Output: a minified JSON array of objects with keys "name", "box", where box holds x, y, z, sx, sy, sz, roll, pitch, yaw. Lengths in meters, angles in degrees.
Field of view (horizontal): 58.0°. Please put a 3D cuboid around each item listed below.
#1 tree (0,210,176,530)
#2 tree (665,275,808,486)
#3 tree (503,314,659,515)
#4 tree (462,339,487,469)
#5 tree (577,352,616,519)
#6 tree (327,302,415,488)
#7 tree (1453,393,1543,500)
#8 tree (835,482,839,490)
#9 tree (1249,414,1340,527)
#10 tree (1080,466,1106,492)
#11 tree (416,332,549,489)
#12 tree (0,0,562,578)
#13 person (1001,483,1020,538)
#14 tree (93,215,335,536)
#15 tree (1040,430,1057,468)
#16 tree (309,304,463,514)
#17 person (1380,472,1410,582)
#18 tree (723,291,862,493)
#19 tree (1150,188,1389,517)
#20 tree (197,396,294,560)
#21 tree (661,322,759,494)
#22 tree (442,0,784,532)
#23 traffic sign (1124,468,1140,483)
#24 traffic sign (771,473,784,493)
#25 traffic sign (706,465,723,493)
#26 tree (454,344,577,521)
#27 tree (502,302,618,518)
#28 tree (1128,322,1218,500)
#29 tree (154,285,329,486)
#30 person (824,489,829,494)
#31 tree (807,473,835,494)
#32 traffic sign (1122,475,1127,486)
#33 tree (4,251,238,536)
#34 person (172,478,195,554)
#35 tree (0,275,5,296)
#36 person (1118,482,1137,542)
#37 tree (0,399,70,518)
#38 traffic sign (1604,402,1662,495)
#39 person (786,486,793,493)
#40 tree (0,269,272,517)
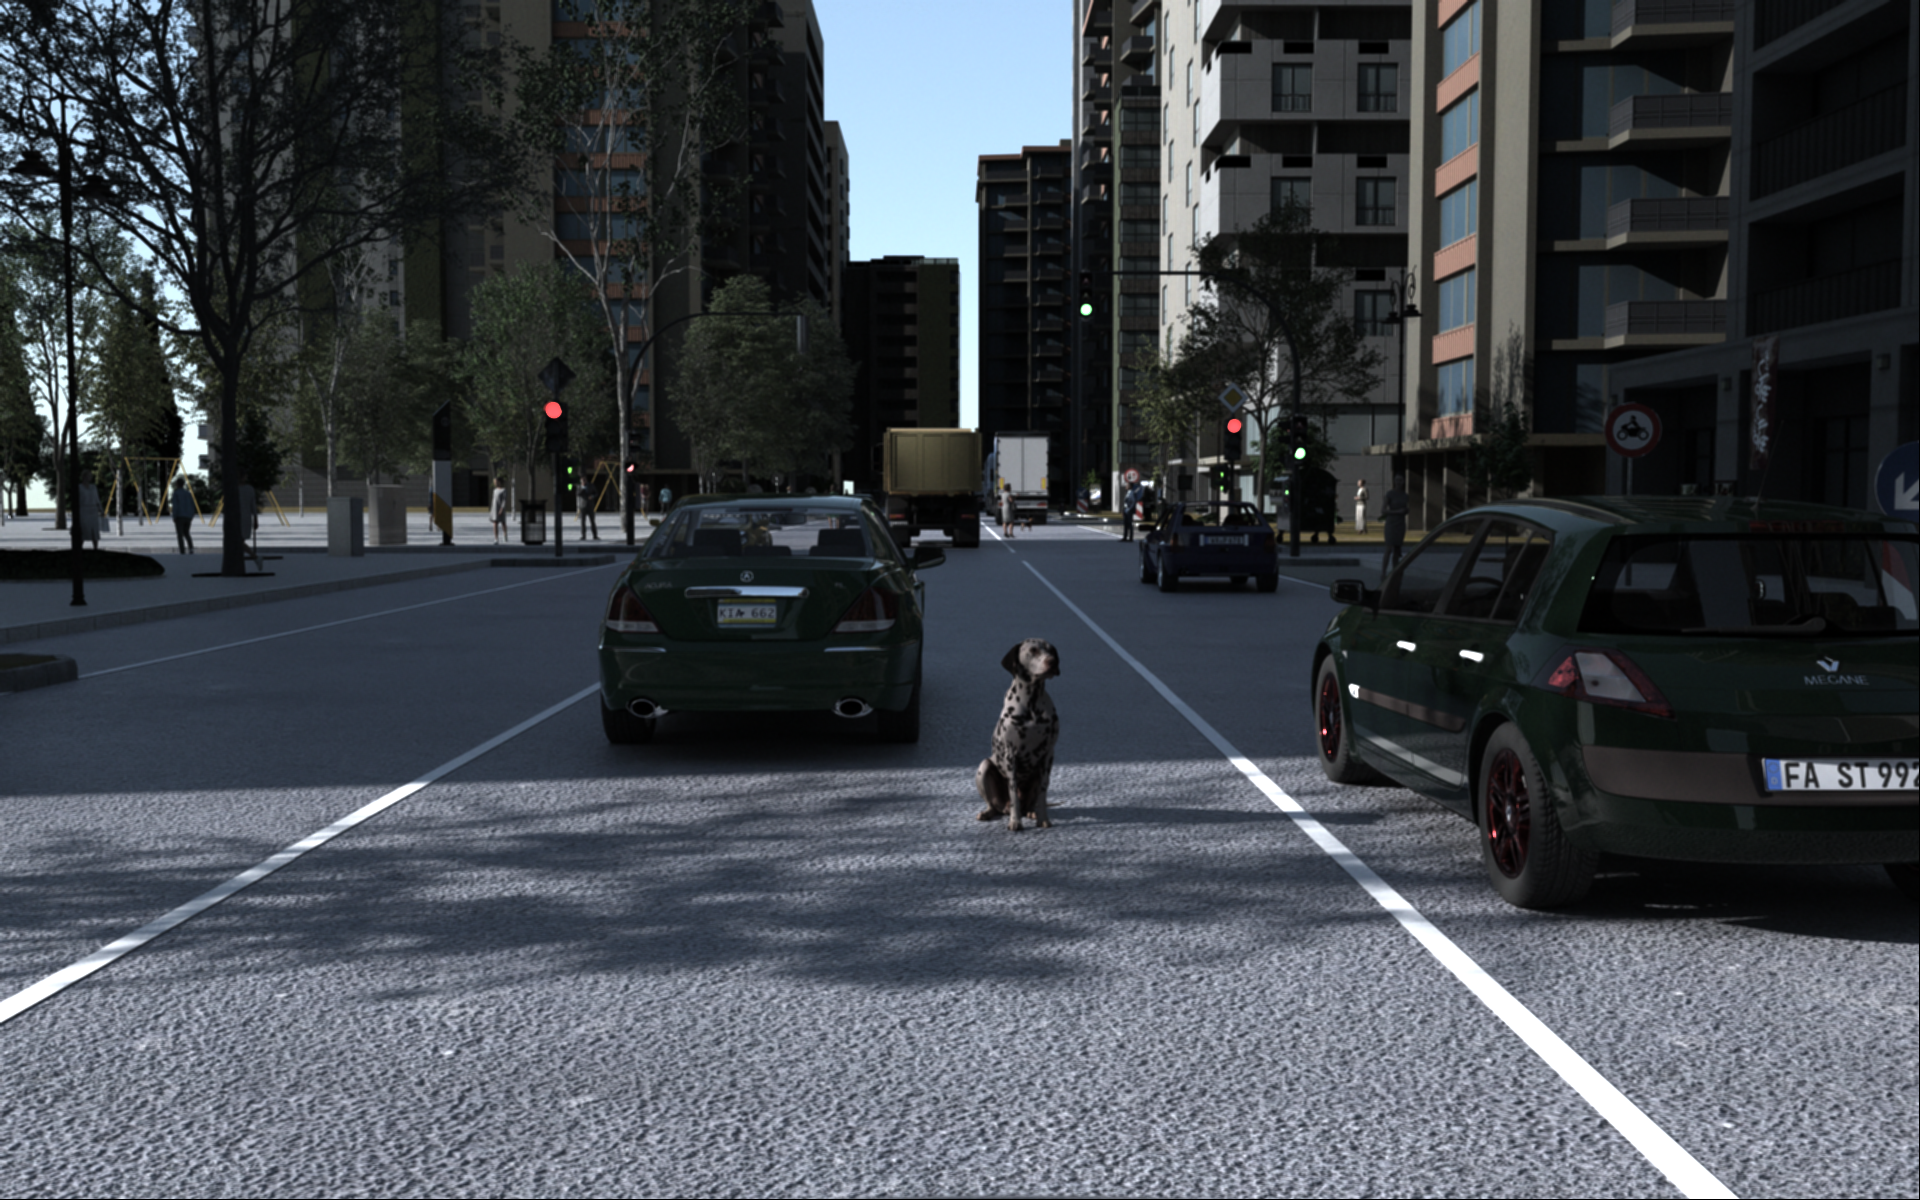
[{"name":"tree","box":[-32.209,-8.323,61.834,9.928,11.665,9.643,0,3,0]},{"name":"tree","box":[-11.553,-10.519,90.120,7.486,12.596,7.792,0,3,0]},{"name":"tree","box":[-23.736,-11.712,108.502,9.611,12.733,9.660,0,3,0]},{"name":"tree","box":[-34.350,-11.901,112.712,7.486,12.596,7.792,0,3,0]},{"name":"tree","box":[-19.852,-8.470,88.844,4.737,8.622,4.395,0,3,0]},{"name":"tree","box":[-22.564,-7.067,65.910,4.360,8.622,3.978,0,3,0]},{"name":"tree","box":[10.491,-2.342,32.894,1.663,3.219,1.824,0,3,0]},{"name":"tree","box":[-11.681,-9.922,156.830,1.663,3.219,1.824,0,3,0]},{"name":"tree","box":[12.866,-5.064,66.511,4.285,4.588,4.351,0,3,0]},{"name":"tree","box":[9.231,-7.756,121.409,1.663,3.219,1.824,0,3,0]},{"name":"tree","box":[-25.697,-9.886,96.050,8.767,10.594,7.601,-1,4,-18]},{"name":"tree","box":[-11.415,-7.117,26.740,12.009,13.543,11.850,0,3,0]},{"name":"person","box":[1.692,-2.929,56.751,0.532,1.782,0.716,-2,4,-33]},{"name":"tree","box":[-18.948,-5.810,45.350,4.737,8.622,4.395,0,3,0]},{"name":"tree","box":[9.128,-14.961,194.980,4.360,8.622,3.978,0,3,0]},{"name":"tree","box":[-34.863,-11.316,103.150,7.486,12.596,7.792,0,3,0]},{"name":"person","box":[6.893,-1.134,27.376,0.599,1.781,0.374,-2,4,-24]},{"name":"tree","box":[-10.795,-12.482,110.735,9.857,13.997,8.962,0,3,0]},{"name":"tree","box":[9.420,-7.215,52.371,7.601,10.594,8.767,-1,4,-12]},{"name":"tree","box":[-13.987,-2.426,34.275,1.663,3.219,1.824,0,3,0]},{"name":"tree","box":[-10.885,-7.545,73.721,4.360,8.622,3.978,0,3,0]},{"name":"tree","box":[-12.211,-12.255,56.261,12.611,20.169,13.585,0,3,0]},{"name":"traffic sign","box":[8.517,-5.250,85.950,0.768,2.556,0.104,0,4,4]},{"name":"traffic sign","box":[-10.952,-6.352,103.958,0.768,2.556,0.104,0,4,1]},{"name":"traffic sign","box":[-10.919,-4.711,77.129,0.768,2.556,0.104,0,4,3]},{"name":"tree","box":[-21.628,-8.100,82.799,4.737,8.622,4.395,0,3,0]},{"name":"tree","box":[-15.494,-7.152,67.291,4.360,8.622,3.978,0,3,0]},{"name":"tree","box":[9.127,-7.652,75.467,4.737,8.622,4.395,0,3,0]},{"name":"tree","box":[-24.396,-6.606,58.371,4.360,8.622,3.978,0,3,0]},{"name":"person","box":[-8.406,-6.203,110.514,0.593,1.750,0.643,-3,5,-41]},{"name":"tree","box":[-11.708,-9.120,143.721,1.663,3.219,1.824,0,3,0]},{"name":"traffic sign","box":[8.697,-5.376,90.023,0.606,2.300,0.079,0,4,4]},{"name":"tree","box":[-25.859,-6.304,53.427,4.737,8.622,4.395,0,3,0]},{"name":"person","box":[-17.101,-1.792,38.144,0.444,1.785,0.601,3,4,37]},{"name":"tree","box":[-33.692,-6.374,54.573,4.737,8.622,4.395,0,3,0]},{"name":"person","box":[5.071,-2.647,51.958,0.419,1.800,0.721,-1,4,-22]},{"name":"tree","box":[-52.961,-7.432,84.420,11.467,7.101,20.602,0,4,-1]},{"name":"traffic sign","box":[9.348,-1.471,24.149,0.768,2.556,0.104,0,4,6]},{"name":"person","box":[-8.033,-4.437,81.274,0.641,1.798,0.478,0,4,-5]},{"name":"tree","box":[-50.462,-12.413,104.776,13.155,14.587,18.604,0,4,-3]}]
